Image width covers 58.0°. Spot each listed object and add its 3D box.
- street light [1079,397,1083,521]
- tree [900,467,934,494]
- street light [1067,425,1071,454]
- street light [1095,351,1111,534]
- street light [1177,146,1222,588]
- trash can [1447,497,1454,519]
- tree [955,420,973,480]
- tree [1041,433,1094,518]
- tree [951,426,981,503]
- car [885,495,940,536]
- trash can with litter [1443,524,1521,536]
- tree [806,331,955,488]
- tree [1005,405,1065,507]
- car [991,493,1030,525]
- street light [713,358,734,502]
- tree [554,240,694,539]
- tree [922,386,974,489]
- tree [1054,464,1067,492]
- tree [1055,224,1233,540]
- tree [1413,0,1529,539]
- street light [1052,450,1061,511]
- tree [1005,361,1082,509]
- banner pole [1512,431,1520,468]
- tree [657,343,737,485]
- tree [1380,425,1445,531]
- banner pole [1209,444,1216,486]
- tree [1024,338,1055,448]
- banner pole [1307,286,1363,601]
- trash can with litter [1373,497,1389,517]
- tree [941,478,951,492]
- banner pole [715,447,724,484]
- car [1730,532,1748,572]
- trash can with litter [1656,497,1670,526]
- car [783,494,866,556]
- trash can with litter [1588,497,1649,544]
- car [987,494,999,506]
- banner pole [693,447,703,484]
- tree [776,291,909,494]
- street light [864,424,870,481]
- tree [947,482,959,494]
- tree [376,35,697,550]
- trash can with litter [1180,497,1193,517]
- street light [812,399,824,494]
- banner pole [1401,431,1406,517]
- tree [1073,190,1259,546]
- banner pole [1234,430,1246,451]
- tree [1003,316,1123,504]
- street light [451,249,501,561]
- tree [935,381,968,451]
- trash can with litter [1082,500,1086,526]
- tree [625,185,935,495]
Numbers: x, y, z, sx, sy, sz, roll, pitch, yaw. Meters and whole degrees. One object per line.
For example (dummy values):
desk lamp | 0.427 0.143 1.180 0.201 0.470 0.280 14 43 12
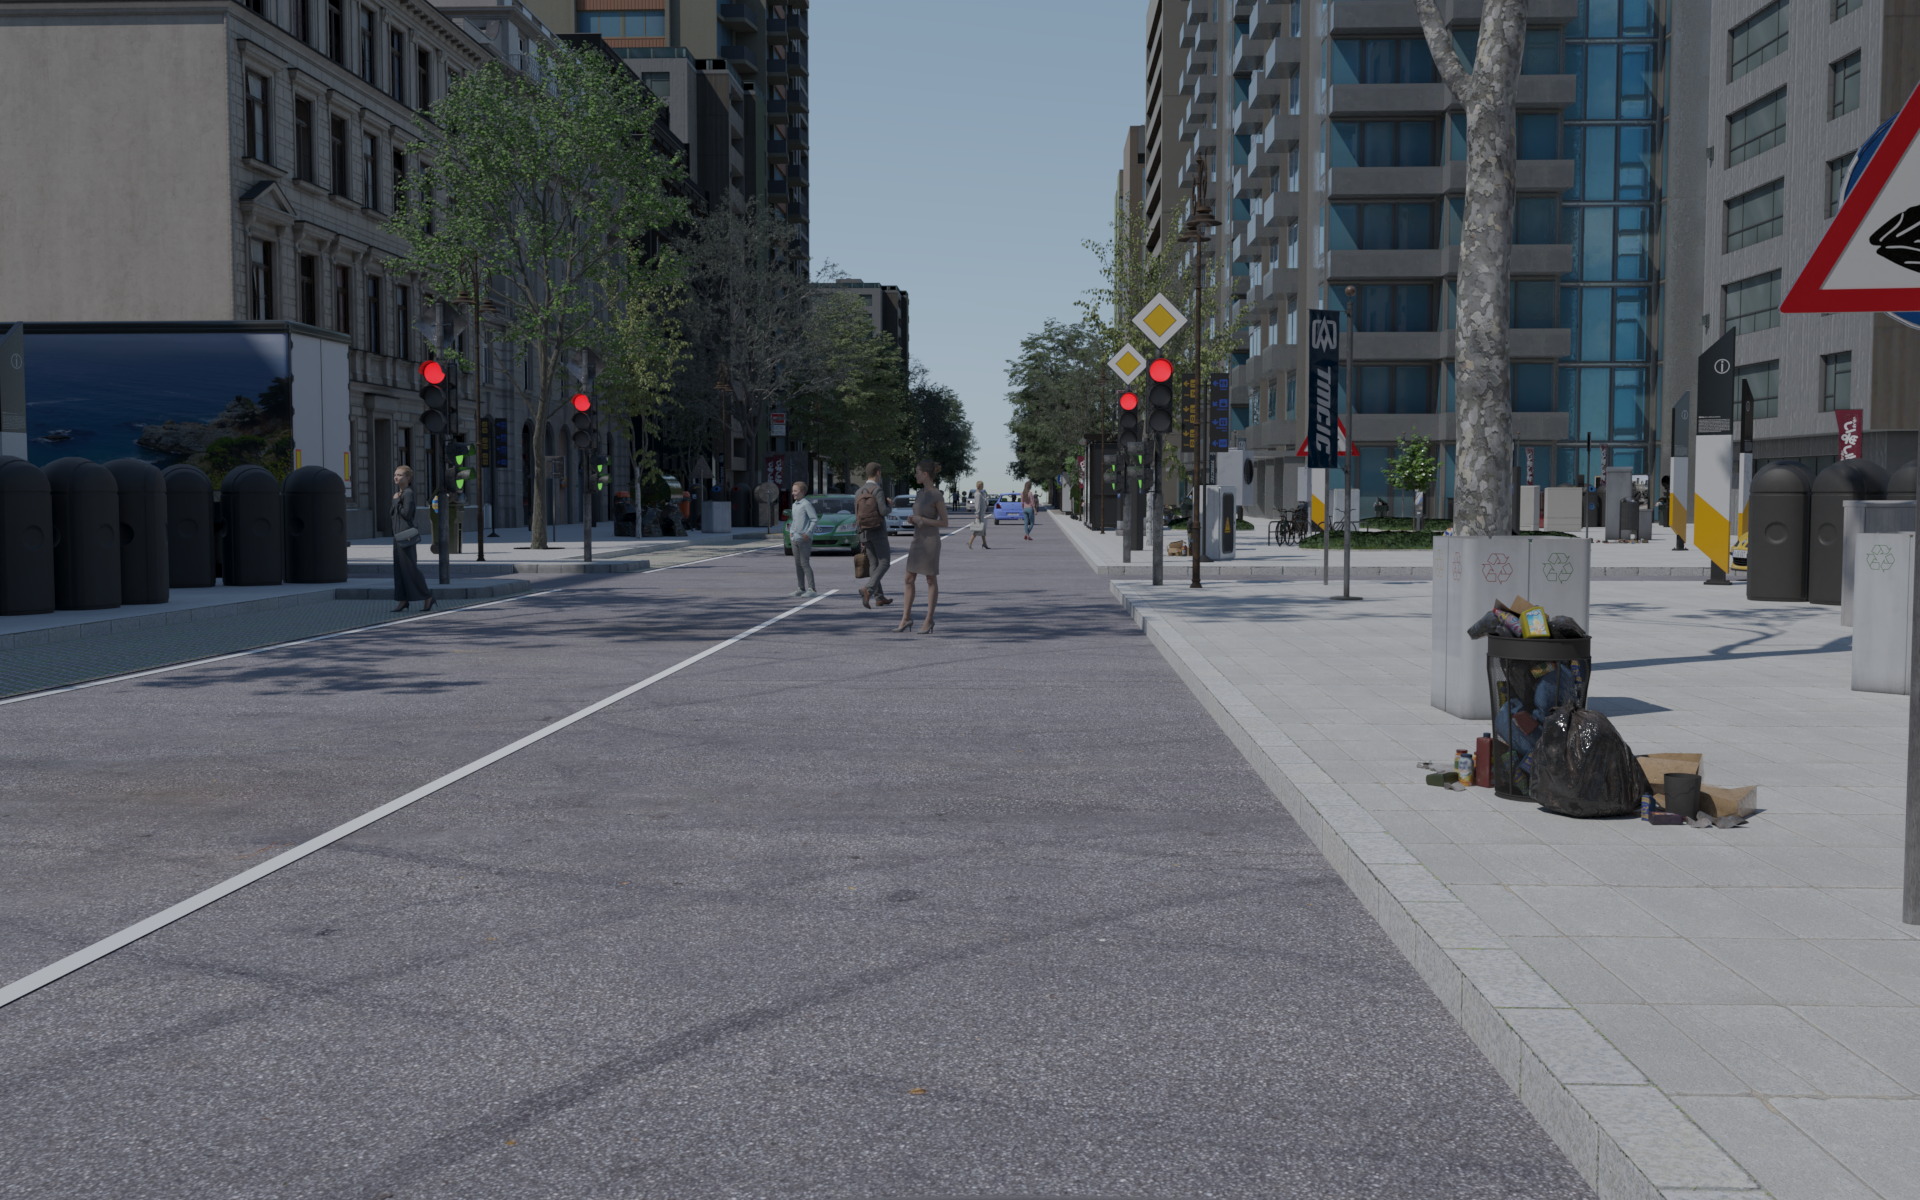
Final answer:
street light | 5.655 -6.629 81.166 0.468 5.910 1.993 0 4 2
tree | -4.149 -11.041 164.234 4.285 4.588 4.351 0 3 0
street light | 6.664 -8.191 106.712 0.468 5.910 1.993 0 4 2
street light | 4.577 -5.053 55.410 0.468 5.910 1.993 0 4 2
street light | 3.225 -3.101 23.482 0.468 5.910 1.993 0 4 2
trash can | 20.678 -3.711 72.327 0.748 1.137 0.748 0 3 0
tree | -3.487 -15.732 174.231 9.611 12.733 9.660 0 3 0
tree | 7.149 -6.733 93.791 4.285 4.588 4.351 0 3 0
tree | -0.621 -20.466 260.372 9.928 11.665 9.643 0 3 0
car | -1.639 -2.959 60.381 2.014 1.417 4.499 0 4 2
trash can with litter | 5.069 -0.297 16.246 1.055 1.170 0.624 -2 4 -28
tree | -6.301 -12.402 119.780 9.611 12.733 9.660 0 3 0
tree | 9.460 -15.936 170.925 12.009 13.543 11.850 0 3 0
car | 2.437 -4.376 81.144 1.945 1.707 3.694 0 4 0
street light | -8.015 -5.268 58.927 0.468 5.910 1.993 0 4 2
tree | -9.414 -6.062 49.482 4.737 8.622 4.395 0 3 0
tree | -2.763 -18.160 203.562 9.857 13.997 8.962 0 3 0
tree | 6.704 -7.025 109.456 1.663 3.219 1.824 0 3 0
tree | 5.439 -5.989 48.283 4.360 8.622 3.978 0 3 0
tree | 4.613 -9.594 12.746 12.611 20.169 13.585 0 3 0
street light | 8.748 -11.278 157.182 0.468 5.910 1.993 0 4 2
tree | 8.465 -13.994 145.803 9.611 12.733 9.660 0 3 0
banner pole | 22.057 -4.838 69.124 0.863 3.779 0.401 -1 4 -15
tree | -12.729 -8.091 82.647 4.360 8.622 3.978 0 3 0
tree | 12.817 -3.320 48.876 1.663 3.219 1.824 0 3 0
banner pole | 11.286 -5.303 76.716 0.863 3.779 0.401 -3 5 -42
tree | 5.013 -7.475 72.573 4.360 8.622 3.978 0 3 0
banner pole | 4.490 -1.884 20.814 0.863 3.779 0.401 -2 4 -28
trash can with litter | 16.422 -3.368 66.458 1.055 1.170 0.624 0 4 7
tree | -1.642 -17.540 237.134 4.737 8.622 4.395 0 3 0
banner pole | -12.870 -6.296 92.960 0.863 3.779 0.401 2 4 31
car | 14.680 -1.098 28.184 3.980 1.641 2.015 0 4 1
trash can with litter | 28.590 -3.609 70.387 0.624 1.170 1.055 1 4 21
car | -3.118 -1.831 41.736 2.131 1.459 4.920 0 4 2
trash can with litter | 17.072 -2.093 45.270 2.233 1.210 1.678 -1 4 -9
car | 3.477 -10.572 182.633 2.009 1.686 4.222 0 4 1
banner pole | -13.873 -6.215 91.632 0.863 3.779 0.401 3 4 37
tree | -6.764 -10.974 97.554 7.486 12.596 7.792 0 3 0
street light | -5.844 -8.356 109.413 0.468 5.910 1.993 0 4 2
tree | -1.002 -15.580 249.337 1.663 3.219 1.824 0 3 0
tree | -9.619 -6.976 39.816 9.928 11.665 9.643 0 3 0
trash can with litter | 9.568 -3.695 71.806 0.624 1.170 1.055 -1 4 -19
street light | -6.902 -6.829 84.449 0.468 5.910 1.993 0 4 2
banner pole | 17.632 -4.834 69.054 0.401 3.779 0.863 2 4 26
tree | 4.917 -5.643 42.631 4.737 8.622 4.395 0 3 0
banner pole | 10.946 -4.766 67.943 0.863 3.779 0.401 -3 4 -37
tree | 7.691 -13.181 122.163 9.857 13.997 8.962 0 3 0
street light | -9.157 -3.678 32.928 0.468 5.910 1.993 0 4 2
tree | -4.492 -14.523 147.822 12.009 13.543 11.850 0 3 0
trash can with litter | 5.122 -3.551 69.448 0.624 1.170 1.055 0 4 -4
tree | -8.368 -9.708 69.089 12.009 13.543 11.850 0 3 0
